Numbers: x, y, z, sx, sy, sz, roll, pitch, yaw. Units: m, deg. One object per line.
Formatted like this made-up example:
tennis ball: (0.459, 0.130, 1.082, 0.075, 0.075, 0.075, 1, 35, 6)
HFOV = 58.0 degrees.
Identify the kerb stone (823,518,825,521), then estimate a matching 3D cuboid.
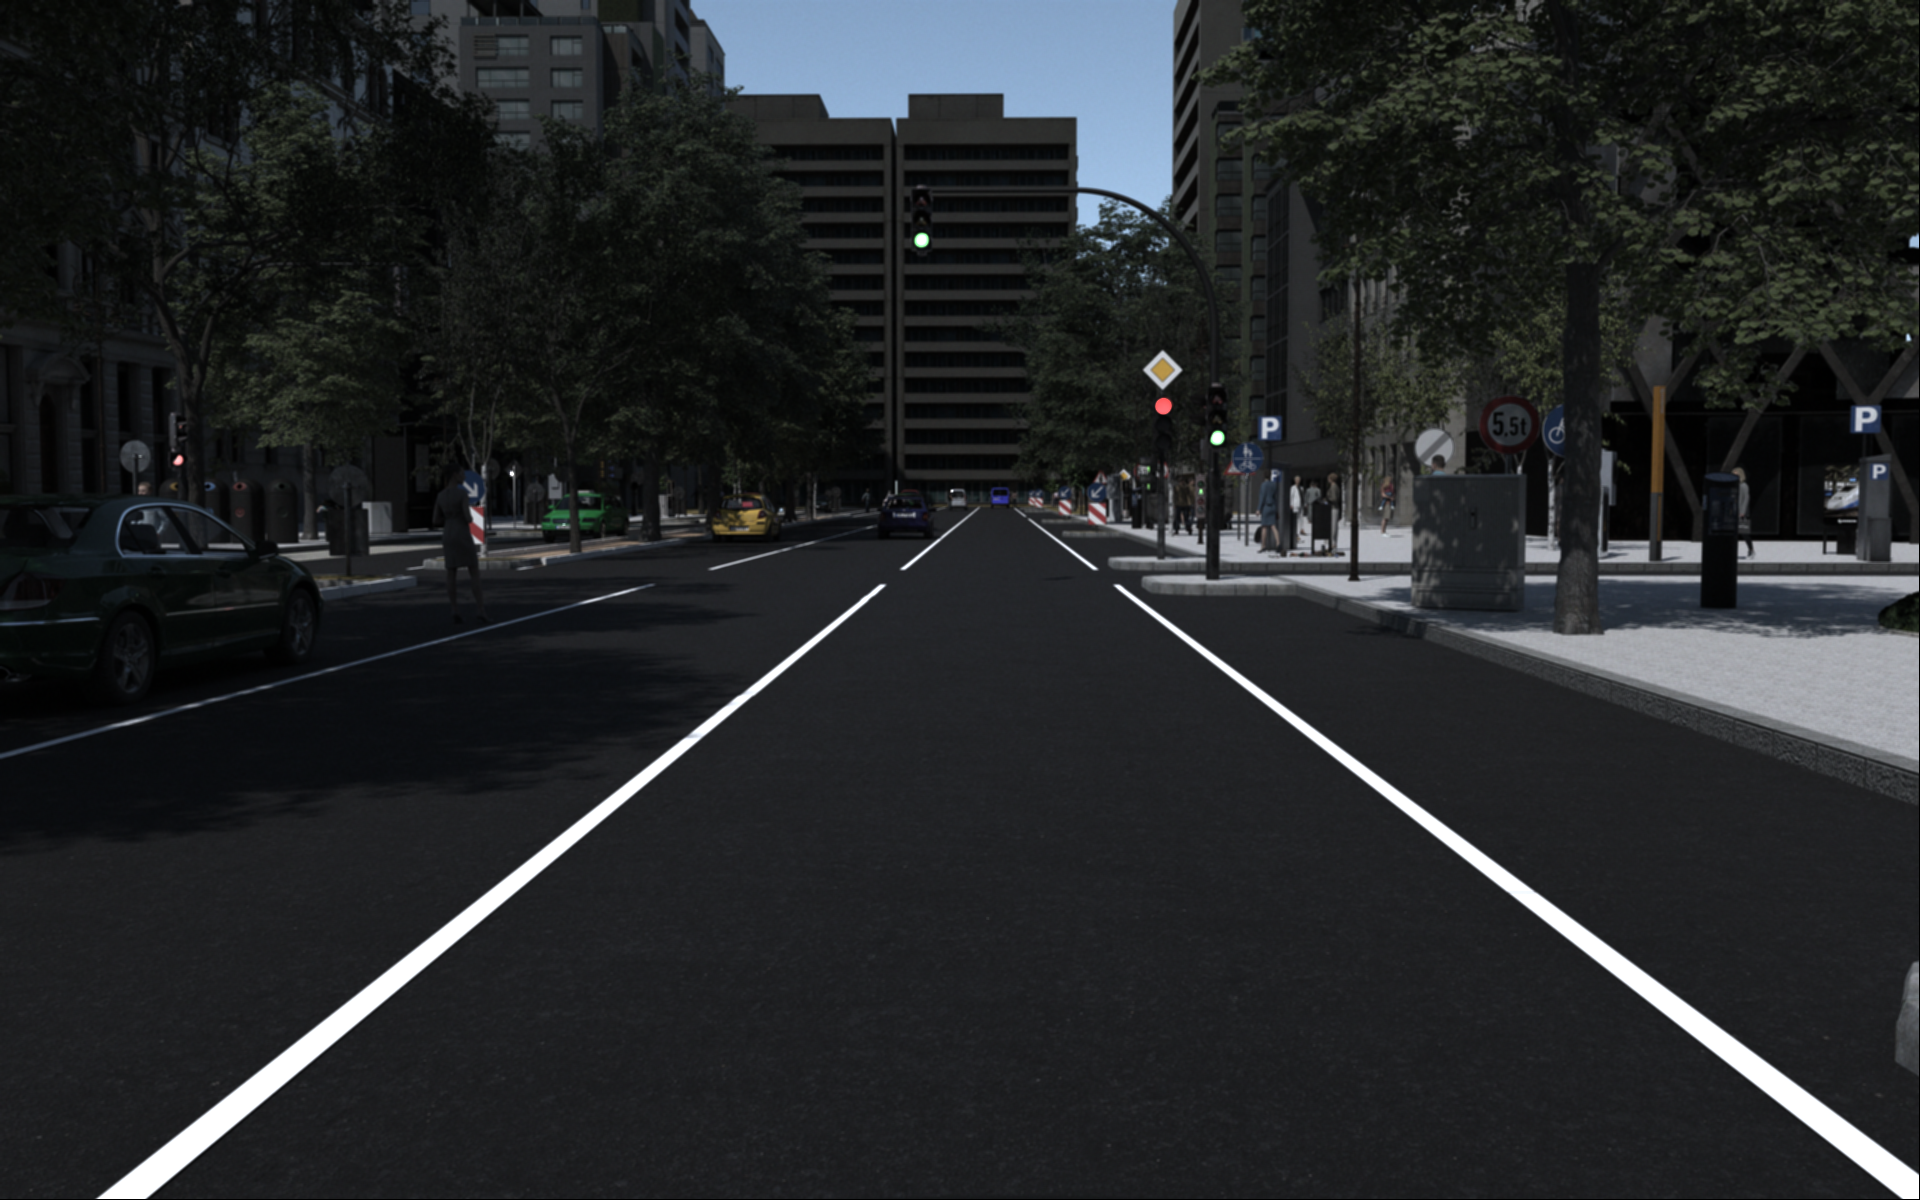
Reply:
kerb stone: (-7.228, -4.110, 89.511, 0.120, 0.150, 1.000, 0, 4, 1)

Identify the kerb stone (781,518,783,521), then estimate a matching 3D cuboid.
kerb stone: (-9.322, -4.116, 89.585, 0.120, 0.150, 1.000, 0, 4, 1)

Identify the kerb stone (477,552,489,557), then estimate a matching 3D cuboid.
kerb stone: (-10.406, -0.926, 37.331, 0.120, 0.150, 1.000, 0, 4, 1)

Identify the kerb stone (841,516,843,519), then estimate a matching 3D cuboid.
kerb stone: (-7.016, -4.743, 99.767, 0.120, 0.150, 1.000, 0, 4, 1)

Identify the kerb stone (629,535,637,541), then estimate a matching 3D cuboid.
kerb stone: (-10.079, -1.864, 52.676, 0.120, 0.150, 1.000, 0, 4, 1)

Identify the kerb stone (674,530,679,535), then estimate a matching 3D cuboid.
kerb stone: (-9.934, -2.298, 59.840, 0.120, 0.150, 1.000, 0, 4, 1)

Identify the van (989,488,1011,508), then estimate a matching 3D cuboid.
van: (4.052, -10.426, 174.855, 2.240, 2.365, 5.245, 0, 4, 1)

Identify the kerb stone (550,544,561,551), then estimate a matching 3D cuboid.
kerb stone: (-10.272, -1.302, 43.475, 0.120, 0.150, 1.000, 0, 4, 1)

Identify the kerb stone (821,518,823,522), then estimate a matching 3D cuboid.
kerb stone: (-7.249, -4.055, 88.488, 0.120, 0.150, 1.000, 0, 4, 1)

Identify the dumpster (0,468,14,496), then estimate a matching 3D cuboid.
dumpster: (-20.526, -2.004, 35.260, 1.502, 2.255, 1.985, 0, 4, 1)

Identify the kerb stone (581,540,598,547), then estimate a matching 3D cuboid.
kerb stone: (-10.189, -1.552, 47.565, 0.120, 0.150, 1.000, 0, 4, 1)

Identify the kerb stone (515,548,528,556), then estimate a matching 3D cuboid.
kerb stone: (-10.336, -1.113, 40.397, 0.120, 0.150, 1.000, 0, 4, 1)

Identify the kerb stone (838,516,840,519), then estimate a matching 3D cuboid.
kerb stone: (-7.046, -4.619, 97.718, 0.120, 0.150, 1.000, 0, 4, 1)

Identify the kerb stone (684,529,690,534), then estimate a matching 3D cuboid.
kerb stone: (-9.899, -2.428, 61.899, 0.120, 0.150, 1.000, 0, 4, 1)

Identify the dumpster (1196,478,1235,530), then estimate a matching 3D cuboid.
dumpster: (9.250, -3.489, 62.797, 1.264, 1.857, 1.865, 0, 4, 1)

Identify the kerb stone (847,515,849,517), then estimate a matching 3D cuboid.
kerb stone: (-6.921, -4.991, 103.874, 0.120, 0.150, 1.000, 0, 4, 1)

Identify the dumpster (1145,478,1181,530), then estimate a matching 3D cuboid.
dumpster: (7.386, -3.483, 62.709, 1.264, 1.857, 1.865, 0, 4, 1)

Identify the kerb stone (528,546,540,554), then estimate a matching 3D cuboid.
kerb stone: (-10.311, -1.175, 41.430, 0.120, 0.150, 1.000, 0, 4, 1)

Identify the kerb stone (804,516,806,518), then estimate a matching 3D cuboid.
kerb stone: (-9.107, -4.748, 99.819, 0.120, 0.150, 1.000, 0, 4, 1)

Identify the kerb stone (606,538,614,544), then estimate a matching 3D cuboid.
kerb stone: (-10.151, -1.677, 49.610, 0.120, 0.150, 1.000, 0, 4, 1)

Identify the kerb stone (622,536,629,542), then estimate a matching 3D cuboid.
kerb stone: (-10.109, -1.802, 51.654, 0.120, 0.150, 1.000, 0, 4, 1)

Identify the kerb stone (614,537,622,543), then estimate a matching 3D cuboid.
kerb stone: (-10.126, -1.739, 50.632, 0.120, 0.150, 1.000, 0, 4, 1)

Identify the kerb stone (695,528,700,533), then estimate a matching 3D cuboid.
kerb stone: (-9.853, -2.553, 63.954, 0.120, 0.150, 1.000, 0, 4, 1)

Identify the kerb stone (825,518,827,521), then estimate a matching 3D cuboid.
kerb stone: (-7.200, -4.174, 90.536, 0.120, 0.150, 1.000, 0, 4, 1)

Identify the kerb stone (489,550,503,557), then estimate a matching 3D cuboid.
kerb stone: (-10.381, -0.988, 38.353, 0.120, 0.150, 1.000, 0, 4, 1)

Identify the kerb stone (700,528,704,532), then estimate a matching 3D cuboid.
kerb stone: (-9.835, -2.614, 64.976, 0.120, 0.150, 1.000, 0, 4, 1)

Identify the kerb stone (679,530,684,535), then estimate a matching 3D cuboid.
kerb stone: (-9.921, -2.364, 60.862, 0.120, 0.150, 1.000, 0, 4, 1)

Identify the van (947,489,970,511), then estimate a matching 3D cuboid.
van: (-0.174, -8.847, 151.664, 2.013, 2.044, 4.112, 0, 4, 2)

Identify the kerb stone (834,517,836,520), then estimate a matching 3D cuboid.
kerb stone: (-7.093, -4.494, 95.668, 0.120, 0.150, 1.000, 0, 4, 1)

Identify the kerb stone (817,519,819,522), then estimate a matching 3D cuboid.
kerb stone: (-7.285, -3.929, 86.441, 0.120, 0.150, 1.000, 0, 4, 1)

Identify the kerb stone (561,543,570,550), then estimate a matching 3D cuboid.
kerb stone: (-10.261, -1.364, 44.499, 0.120, 0.150, 1.000, 0, 4, 1)

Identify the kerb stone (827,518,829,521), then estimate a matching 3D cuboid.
kerb stone: (-7.185, -4.243, 91.567, 0.120, 0.150, 1.000, 0, 4, 1)

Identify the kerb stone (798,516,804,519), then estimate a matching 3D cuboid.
kerb stone: (-9.134, -4.685, 98.796, 0.120, 0.150, 1.000, 0, 4, 1)

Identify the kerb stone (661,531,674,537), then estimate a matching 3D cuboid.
kerb stone: (-9.955, -2.240, 58.818, 0.120, 0.150, 1.000, 0, 4, 1)

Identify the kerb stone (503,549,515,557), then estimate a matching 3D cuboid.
kerb stone: (-10.363, -1.050, 39.375, 0.120, 0.150, 1.000, 0, 4, 1)

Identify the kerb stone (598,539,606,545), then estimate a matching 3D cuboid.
kerb stone: (-10.179, -1.614, 48.587, 0.120, 0.150, 1.000, 0, 4, 1)

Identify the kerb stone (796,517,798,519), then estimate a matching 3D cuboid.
kerb stone: (-9.194, -4.494, 95.729, 0.120, 0.150, 1.000, 0, 4, 1)

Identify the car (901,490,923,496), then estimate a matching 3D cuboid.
car: (-4.460, -9.019, 156.137, 2.281, 1.827, 5.304, 0, 4, 0)

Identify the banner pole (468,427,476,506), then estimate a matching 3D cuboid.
banner pole: (-17.931, -4.507, 63.701, 0.401, 3.779, 0.863, -2, 4, -32)

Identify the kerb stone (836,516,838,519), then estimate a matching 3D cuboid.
kerb stone: (-7.077, -4.553, 96.696, 0.120, 0.150, 1.000, 0, 4, 1)

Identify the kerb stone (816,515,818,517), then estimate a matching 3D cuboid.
kerb stone: (-8.943, -5.248, 108.006, 0.120, 0.150, 1.000, 0, 4, 1)

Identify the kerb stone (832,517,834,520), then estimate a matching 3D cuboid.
kerb stone: (-7.114, -4.428, 94.643, 0.120, 0.150, 1.000, 0, 4, 1)

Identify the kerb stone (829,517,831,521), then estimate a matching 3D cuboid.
kerb stone: (-7.161, -4.305, 92.589, 0.120, 0.150, 1.000, 0, 4, 1)

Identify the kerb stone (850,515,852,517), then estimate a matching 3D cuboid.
kerb stone: (-6.881, -5.120, 105.930, 0.120, 0.150, 1.000, 0, 4, 1)

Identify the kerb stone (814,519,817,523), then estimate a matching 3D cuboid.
kerb stone: (-7.313, -3.864, 85.419, 0.120, 0.150, 1.000, 0, 4, 1)

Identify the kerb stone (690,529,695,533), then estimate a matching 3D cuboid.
kerb stone: (-9.870, -2.491, 62.925, 0.120, 0.150, 1.000, 0, 4, 1)

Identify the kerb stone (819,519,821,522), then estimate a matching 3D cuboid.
kerb stone: (-7.268, -3.992, 87.463, 0.120, 0.150, 1.000, 0, 4, 1)

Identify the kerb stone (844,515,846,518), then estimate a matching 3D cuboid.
kerb stone: (-6.964, -4.870, 101.820, 0.120, 0.150, 1.000, 0, 4, 1)

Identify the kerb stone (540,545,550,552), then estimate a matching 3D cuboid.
kerb stone: (-10.297, -1.238, 42.453, 0.120, 0.150, 1.000, 0, 4, 1)

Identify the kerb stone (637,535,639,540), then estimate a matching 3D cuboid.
kerb stone: (-10.070, -1.925, 53.699, 0.120, 0.150, 1.000, 0, 4, 1)
